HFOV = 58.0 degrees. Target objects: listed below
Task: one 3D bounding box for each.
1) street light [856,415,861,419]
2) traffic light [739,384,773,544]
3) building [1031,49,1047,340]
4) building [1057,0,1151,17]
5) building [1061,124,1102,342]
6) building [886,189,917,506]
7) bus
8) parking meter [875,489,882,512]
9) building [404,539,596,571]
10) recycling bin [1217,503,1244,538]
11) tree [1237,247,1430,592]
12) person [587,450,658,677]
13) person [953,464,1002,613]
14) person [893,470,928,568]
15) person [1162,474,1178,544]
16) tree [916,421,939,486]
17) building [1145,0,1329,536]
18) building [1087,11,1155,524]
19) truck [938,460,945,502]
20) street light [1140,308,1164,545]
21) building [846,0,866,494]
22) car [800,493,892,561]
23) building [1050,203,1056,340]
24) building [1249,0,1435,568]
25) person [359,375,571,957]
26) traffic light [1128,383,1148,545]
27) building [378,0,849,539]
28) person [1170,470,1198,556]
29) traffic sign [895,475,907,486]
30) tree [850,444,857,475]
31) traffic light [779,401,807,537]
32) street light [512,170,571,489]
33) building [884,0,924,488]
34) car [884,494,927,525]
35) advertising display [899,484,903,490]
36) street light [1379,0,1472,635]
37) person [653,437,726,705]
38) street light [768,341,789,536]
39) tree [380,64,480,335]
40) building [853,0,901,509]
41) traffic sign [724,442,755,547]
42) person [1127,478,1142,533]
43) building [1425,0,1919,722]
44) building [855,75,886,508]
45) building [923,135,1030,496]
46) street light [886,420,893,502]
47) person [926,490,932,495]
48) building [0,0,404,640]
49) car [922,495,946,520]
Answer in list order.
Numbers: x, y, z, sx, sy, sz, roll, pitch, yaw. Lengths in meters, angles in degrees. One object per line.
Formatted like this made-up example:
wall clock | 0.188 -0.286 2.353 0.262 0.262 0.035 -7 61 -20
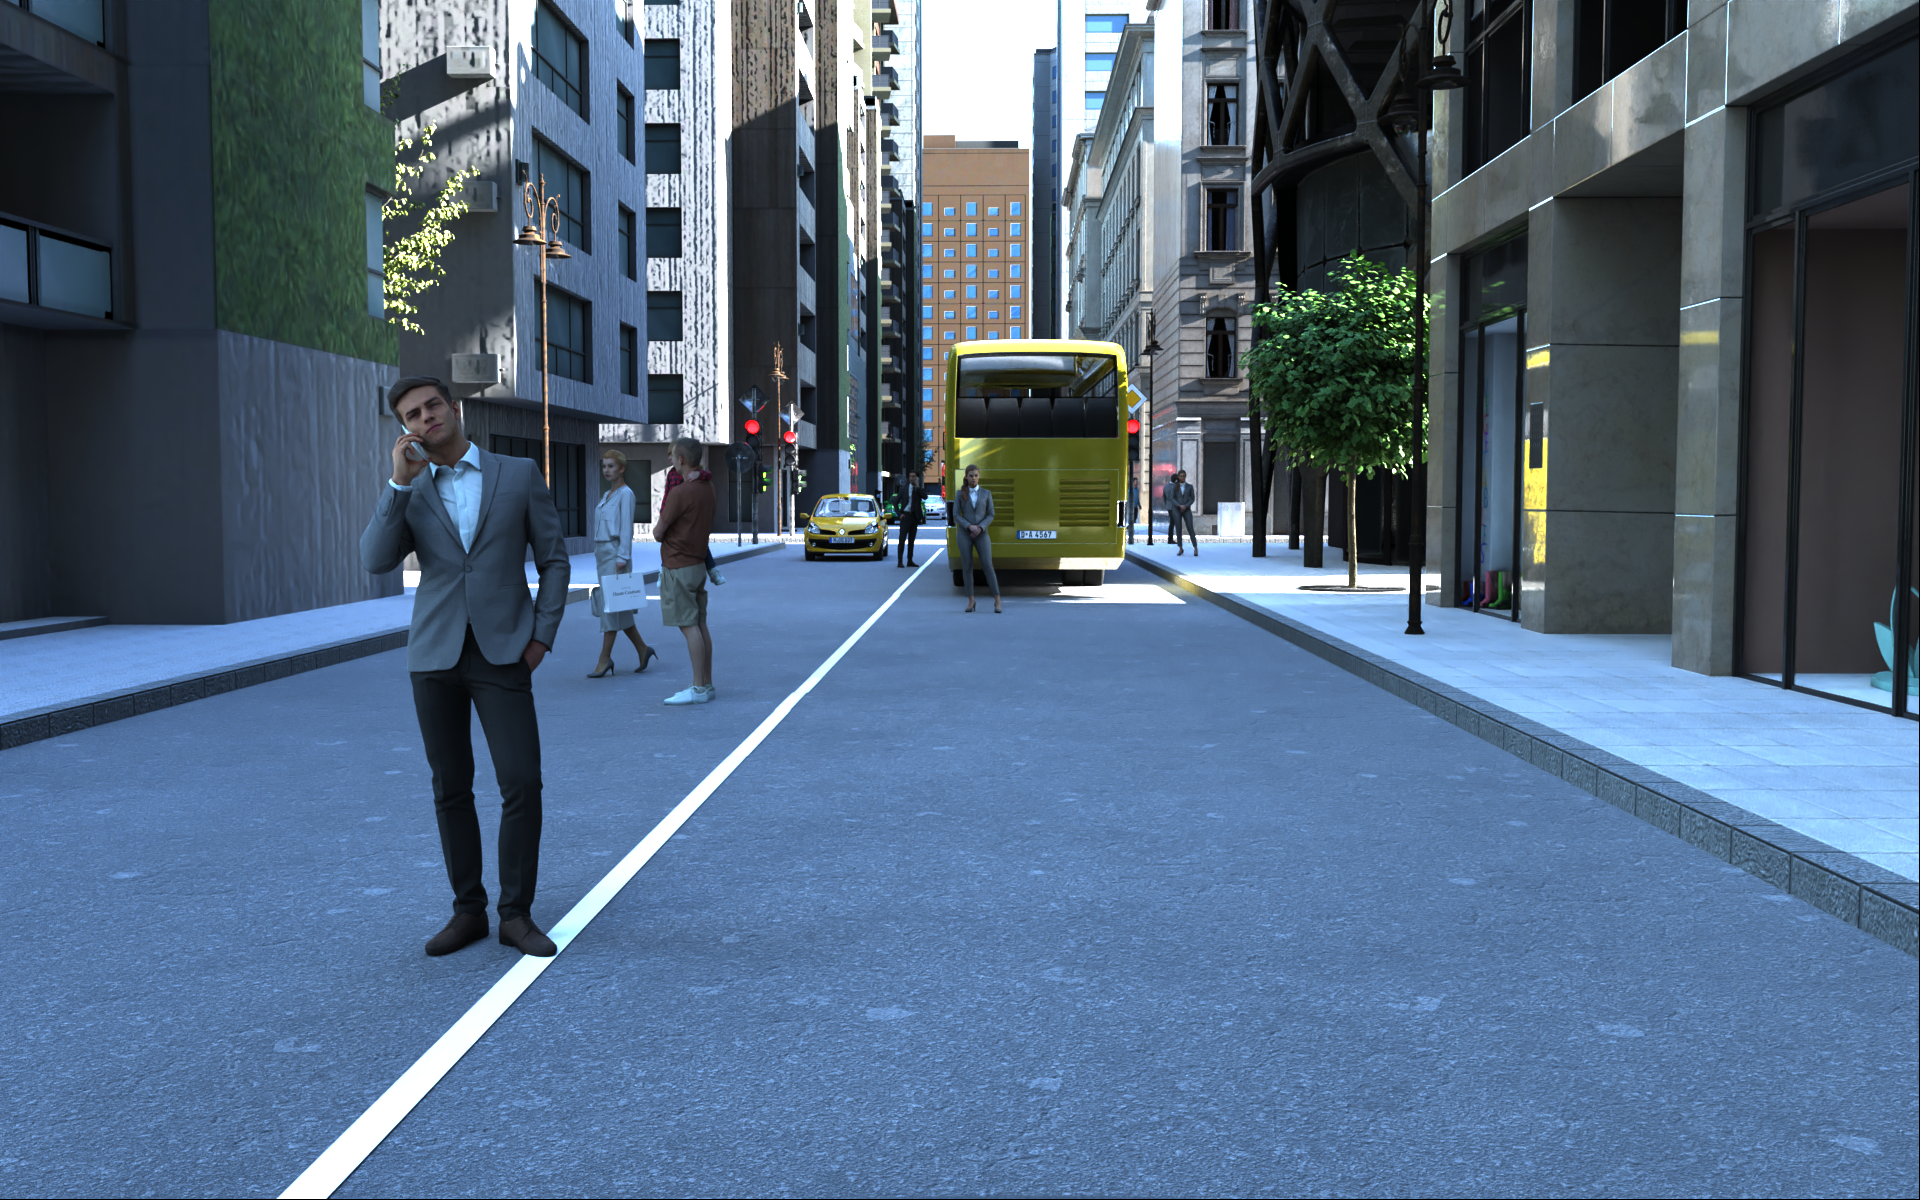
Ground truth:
street light | -4.856 -6.575 80.290 0.468 5.910 1.993 0 4 1
traffic light | -5.221 -3.380 44.182 0.839 4.253 0.868 0 4 1
building | 23.323 -41.561 221.527 28.212 58.520 21.231 0 4 1
building | 18.917 -37.281 151.548 21.231 58.520 28.212 0 4 1
building | 13.323 -19.398 114.423 12.463 27.353 25.104 0 4 1
building | -11.443 -23.961 163.469 14.160 30.474 14.107 0 4 1
bus | 1.076 -2.341 29.830 2.896 3.916 12.252 0 4 0
parking meter | -4.228 -4.971 89.688 0.372 1.533 0.369 0 3 0
building | -14.074 -16.091 34.785 14.107 30.474 14.160 0 4 1
recycling bin | 8.003 -2.364 51.204 0.722 1.027 0.722 0 4 4
tree | 5.350 -2.417 23.232 4.285 4.588 4.351 0 3 0
person | -2.673 -0.296 13.690 0.624 1.780 0.694 -1 4 -22
person | 0.209 -0.745 20.957 0.520 1.790 0.573 -1 4 -19
person | -0.960 -1.598 33.983 0.648 1.900 0.474 -2 4 -26
person | 5.487 -2.345 44.558 0.473 1.802 0.592 -1 4 -10
tree | -4.184 -13.774 175.571 4.360 8.622 3.978 0 3 0
building | 15.604 -12.706 56.898 18.267 20.994 9.793 0 4 1
building | 15.176 -15.517 86.983 16.112 22.955 30.059 0 4 1
truck | -0.281 -9.522 144.594 2.839 4.237 11.283 0 4 1
street light | 4.765 -4.307 43.199 0.468 5.910 1.993 0 4 1
building | -15.689 -47.428 88.116 22.319 86.520 31.000 0 4 1
car | -2.498 -1.730 38.505 2.015 1.641 3.980 0 3 0
building | 15.979 -24.602 173.946 14.160 30.474 14.107 0 4 1
building | 14.037 -10.160 33.571 16.820 18.784 16.811 0 4 1
person | -1.530 0.199 5.436 0.592 1.802 0.473 1 4 8
traffic light | 4.338 -3.369 44.001 0.839 4.253 0.868 0 4 1
building | -11.386 -17.586 59.235 14.160 30.474 14.107 0 4 1
person | 4.668 -1.817 36.027 0.520 1.790 0.573 -1 4 -9
traffic sign | -3.892 -6.989 114.377 0.768 2.556 0.104 0 4 6
tree | -8.304 -7.790 111.080 4.285 4.588 4.351 0 3 0
traffic light | -5.056 -3.868 52.165 0.839 4.253 0.868 0 4 1
street light | -6.033 -3.203 25.155 0.468 5.910 1.993 0 4 1
building | -14.743 -46.052 191.202 20.611 71.187 20.563 0 4 1
car | -2.579 -4.468 81.850 1.959 1.807 4.718 0 4 3
advertising display | -3.835 -6.548 112.281 0.123 1.923 0.974 0 4 -8
street light | 4.172 -2.626 15.720 0.468 5.910 1.993 0 4 1
person | -1.881 -0.215 11.985 0.573 1.828 0.580 -2 4 -34
street light | -5.497 -4.879 52.553 0.468 5.910 1.993 0 4 1
tree | -9.336 -4.540 24.588 4.737 8.622 4.395 0 3 0
building | -16.340 -29.789 141.681 22.147 44.769 28.867 0 4 1
traffic sign | -5.381 -2.576 42.230 0.768 2.556 0.104 1 4 9
person | 5.646 -3.105 56.828 0.620 1.820 0.660 2 4 32
building | 14.691 -12.097 2.299 19.350 26.468 34.151 0 4 1
building | -12.891 -21.319 120.272 14.160 30.474 14.107 0 4 1
building | 1.545 -34.787 218.882 14.200 45.320 14.600 0 4 1
street light | -4.415 -8.288 108.302 0.468 5.910 1.993 0 4 1
person | -3.355 -11.020 186.930 1.217 1.736 0.721 -1 4 -20
building | -14.262 -20.220 14.191 14.154 41.232 14.086 0 4 1
car | -1.680 -5.243 98.079 2.083 1.381 4.827 0 4 0
